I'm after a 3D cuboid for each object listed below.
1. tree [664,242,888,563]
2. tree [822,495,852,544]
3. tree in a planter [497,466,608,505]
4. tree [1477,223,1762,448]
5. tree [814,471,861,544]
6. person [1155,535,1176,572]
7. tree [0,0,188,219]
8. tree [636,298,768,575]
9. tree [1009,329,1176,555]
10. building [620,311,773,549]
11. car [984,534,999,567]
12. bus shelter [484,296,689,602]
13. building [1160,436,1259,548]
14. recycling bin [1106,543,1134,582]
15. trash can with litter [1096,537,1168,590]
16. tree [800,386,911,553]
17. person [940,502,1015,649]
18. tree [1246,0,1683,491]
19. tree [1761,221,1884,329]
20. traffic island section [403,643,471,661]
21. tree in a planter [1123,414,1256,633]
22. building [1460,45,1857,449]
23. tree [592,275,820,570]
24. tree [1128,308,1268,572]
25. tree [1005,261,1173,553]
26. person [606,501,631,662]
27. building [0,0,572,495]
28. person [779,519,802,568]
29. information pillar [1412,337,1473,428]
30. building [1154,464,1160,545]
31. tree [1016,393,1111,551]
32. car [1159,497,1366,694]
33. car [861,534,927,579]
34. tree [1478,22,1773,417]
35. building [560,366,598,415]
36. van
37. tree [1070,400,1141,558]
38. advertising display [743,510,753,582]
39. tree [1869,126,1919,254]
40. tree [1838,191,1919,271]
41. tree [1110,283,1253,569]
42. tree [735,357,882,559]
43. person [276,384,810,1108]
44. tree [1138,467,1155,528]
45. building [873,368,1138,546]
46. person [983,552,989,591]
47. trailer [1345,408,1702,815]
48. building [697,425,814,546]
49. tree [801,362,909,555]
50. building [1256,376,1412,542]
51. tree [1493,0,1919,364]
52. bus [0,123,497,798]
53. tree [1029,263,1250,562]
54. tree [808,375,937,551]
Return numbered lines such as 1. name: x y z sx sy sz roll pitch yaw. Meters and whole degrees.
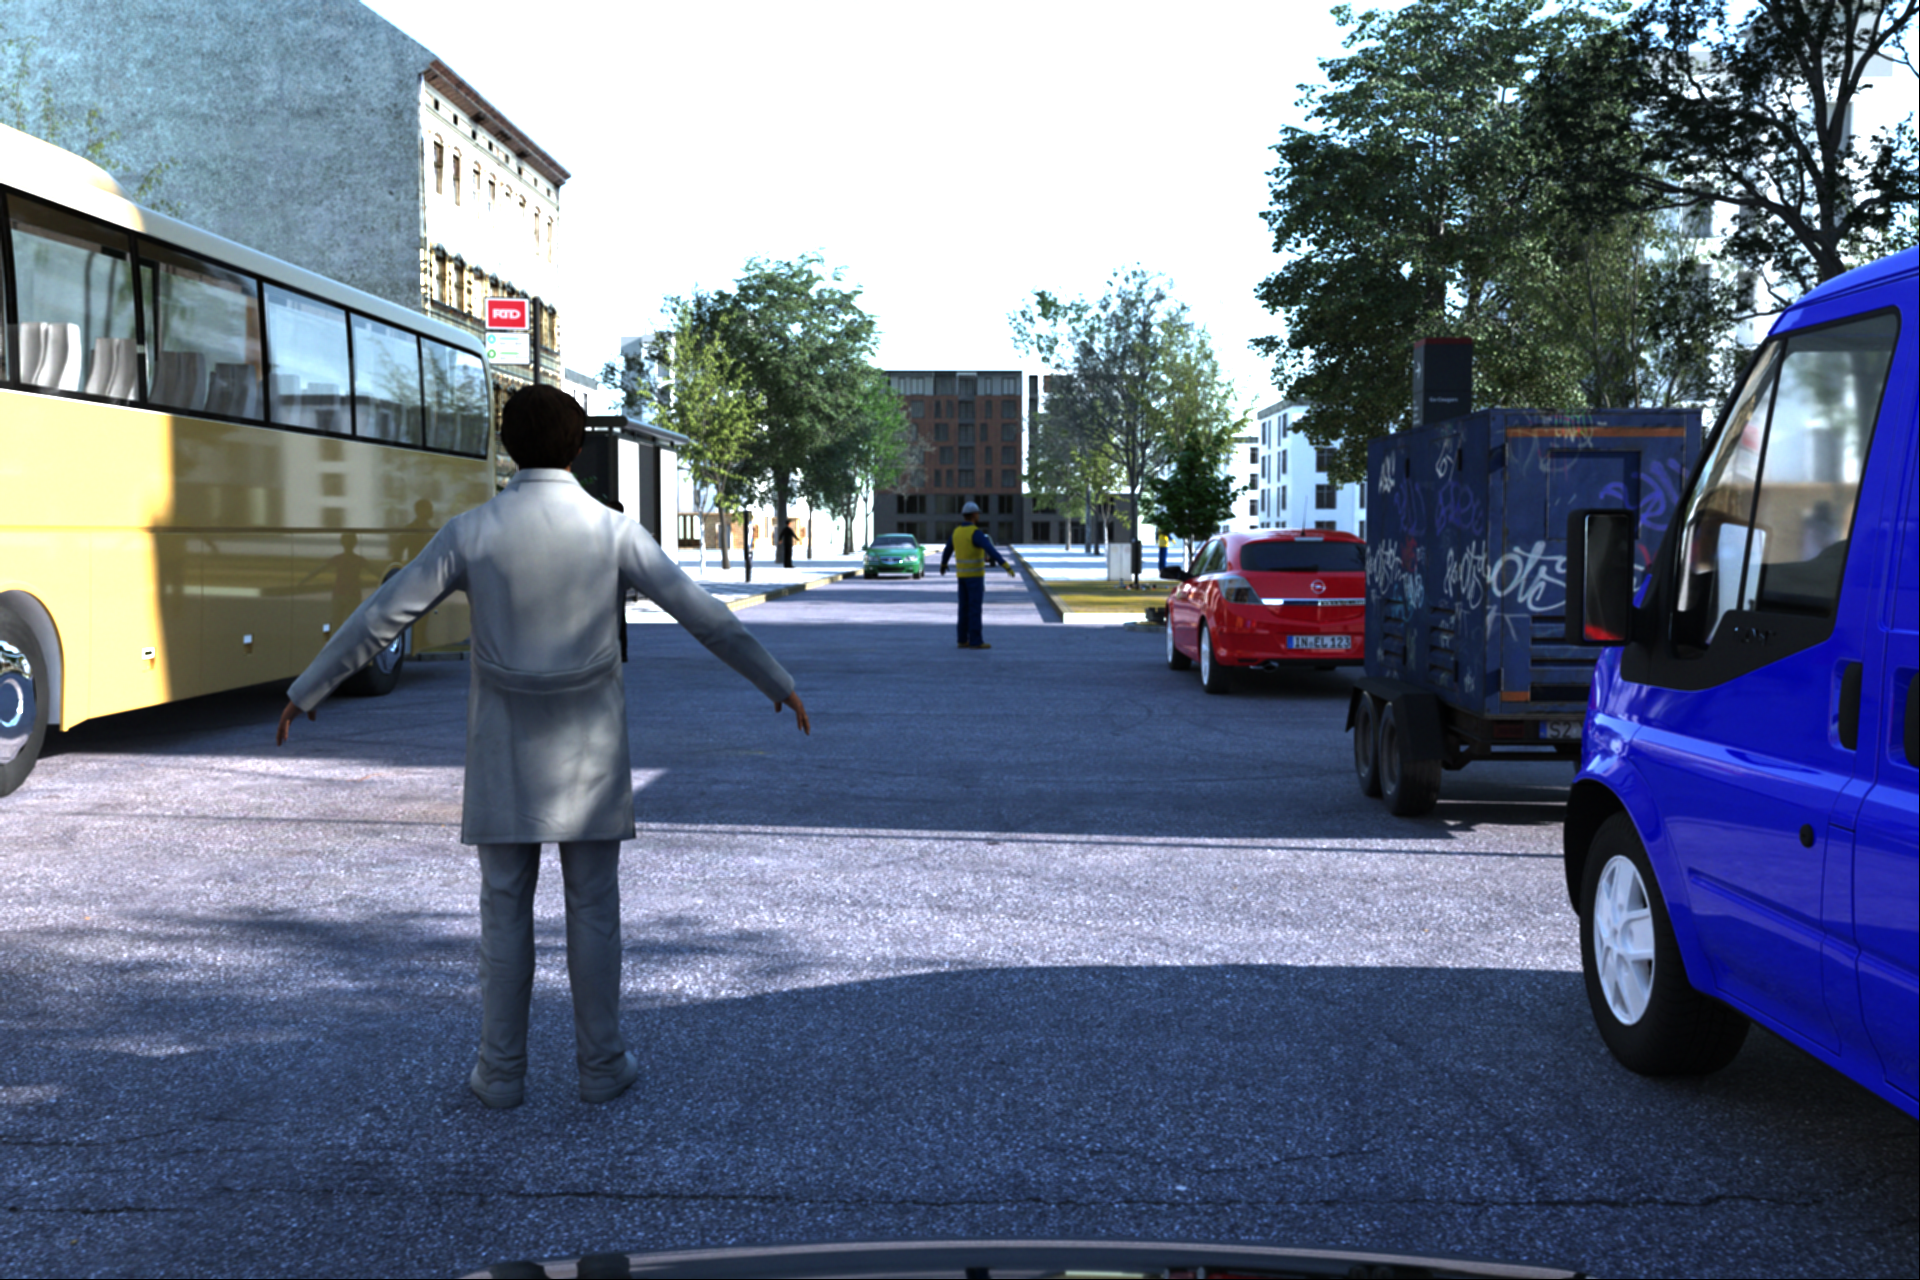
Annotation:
1. tree: -7.917 -10.335 75.634 9.857 13.997 8.962 0 3 0
2. tree: -16.036 -16.892 226.549 4.737 8.622 4.395 0 3 0
3. tree in a planter: -6.244 -1.741 25.690 1.991 3.239 1.994 0 4 2
4. tree: 17.945 -6.883 46.955 8.767 10.594 7.601 0 4 5
5. tree: -16.053 -17.451 219.740 7.601 10.594 8.767 1 4 10
6. person: 6.936 -3.187 58.568 0.721 1.772 1.216 -2 4 -25
7. tree: -12.797 -4.383 22.017 4.360 8.622 3.978 0 3 0
8. tree: -8.021 -6.327 53.814 4.737 8.622 4.395 0 3 0
9. tree: 8.118 -11.837 103.899 12.009 13.543 11.850 0 3 0
10. building: -22.567 -17.804 147.510 16.016 20.090 11.380 0 4 0
11. car: 0.728 -4.106 76.923 2.009 1.686 4.222 0 4 0
12. bus shelter: -6.883 -3.327 32.032 2.179 5.291 8.768 0 4 1
13. building: 24.397 -13.484 162.614 9.099 9.664 28.070 0 4 1
14. recycling bin: 4.324 -2.096 46.824 0.722 1.027 0.722 0 4 1
15. trash can with litter: 4.038 -1.798 40.456 1.678 1.210 2.233 0 4 2
16. tree: -7.219 -11.668 116.523 9.928 11.665 9.643 0 3 0
17. person: 0.155 -0.813 21.725 0.705 1.833 1.349 -3 5 -41
18. tree: 10.552 -8.015 37.699 9.857 13.997 8.962 0 3 0
19. tree: 20.426 -5.504 40.355 4.360 8.622 3.978 0 3 0
20. traffic island section: -6.398 0.145 20.501 1.991 0.108 1.994 0 4 1
21. tree in a planter: 3.479 -1.757 25.955 1.991 3.239 1.994 0 4 1
22. building: 26.797 -13.281 73.567 16.016 20.090 11.380 0 4 2
23. tree: -8.667 -7.834 62.506 7.601 10.594 8.767 3 5 44
24. tree: 7.664 -6.519 56.952 4.737 8.622 4.395 0 3 0
25. tree: 10.312 -16.081 118.811 12.611 20.169 13.585 0 3 0
26. person: -3.885 -0.658 19.445 0.704 1.802 1.346 -1 4 -14
27. building: -26.148 -14.259 64.056 19.493 23.208 18.063 0 4 1
28. person: -6.409 -3.608 64.931 0.705 1.837 1.347 -3 5 -43
29. information pillar: 6.428 -2.067 23.173 0.750 3.857 0.750 0 4 1
30. building: 27.110 -15.226 191.096 9.099 9.664 28.070 0 4 1
31. tree: 8.184 -13.194 133.845 7.486 12.596 7.792 0 3 0
32. car: 3.090 -0.488 17.021 2.155 1.783 4.494 0 4 0
33. car: -2.122 -2.736 56.534 2.131 1.459 4.920 0 4 1
34. tree: 9.869 -4.599 25.554 4.360 8.622 3.978 0 3 0
35. building: -24.218 -9.309 94.356 9.099 9.664 28.070 0 4 0
36. van: 2.651 0.094 2.844 2.240 2.365 5.245 0 4 1
37. tree: 7.806 -8.679 92.270 4.737 8.622 4.395 0 3 0
38. advertising display: -5.678 -2.524 46.476 0.123 1.923 0.974 0 4 0
39. tree: 17.386 -4.809 28.982 4.737 8.622 4.395 0 3 0
40. tree: 19.087 -5.139 34.383 4.737 8.622 4.395 0 3 0
41. tree: 6.885 -6.128 50.548 4.360 8.622 3.978 0 3 0
42. tree: -7.727 -9.347 87.241 8.767 10.594 7.601 1 4 11
43. person: -1.048 0.259 4.413 1.347 1.806 0.705 -1 4 -10
44. tree: 26.581 -18.785 225.266 7.486 12.596 7.792 0 3 0
45. building: 5.336 -23.146 224.861 32.646 21.610 27.936 0 4 -1
46. person: 0.460 -1.925 43.204 0.599 1.433 0.991 2 4 31
47. trailer: 2.926 -0.169 9.814 1.471 1.999 3.904 0 4 2
48. building: -22.040 -20.120 185.386 16.016 20.090 11.380 0 4 2
49. tree: -6.889 -10.907 104.091 9.928 11.665 9.643 0 3 0
50. building: 24.535 -9.952 104.866 9.099 9.664 28.070 0 4 1
51. tree: 9.195 -5.052 17.010 8.767 10.594 7.601 3 4 38
52. bus: -6.308 -1.283 12.529 2.896 3.916 12.252 0 4 1
53. tree: 7.955 -10.275 78.369 12.009 13.543 11.850 0 3 0
54. tree: -6.847 -13.331 128.331 12.009 13.543 11.850 0 3 0
